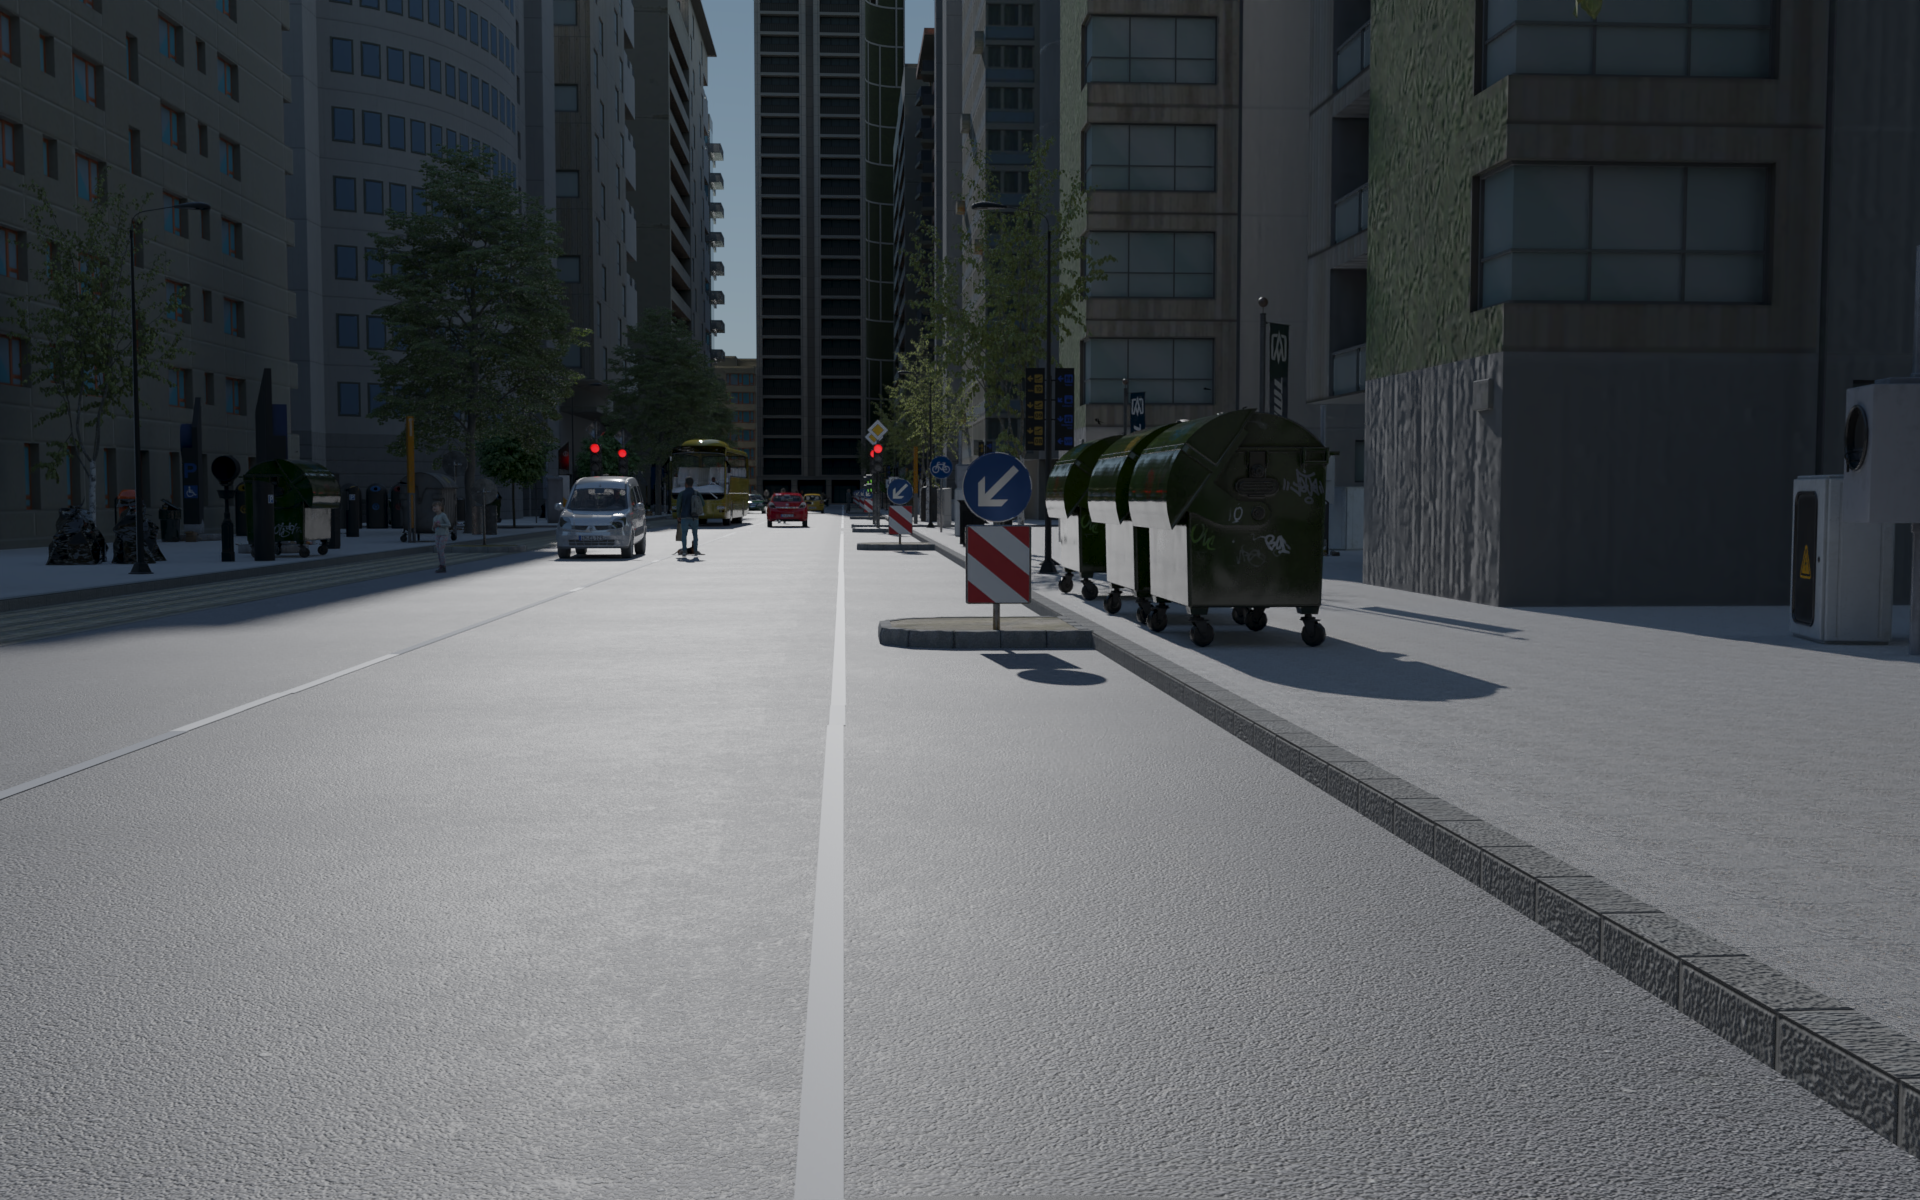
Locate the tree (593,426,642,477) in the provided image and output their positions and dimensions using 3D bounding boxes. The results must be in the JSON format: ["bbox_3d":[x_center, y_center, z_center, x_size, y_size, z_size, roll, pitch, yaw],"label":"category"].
[{"bbox_3d":[-16.949,-6.081,83.138,4.285,4.588,4.351,0,3,0],"label":"tree"}]

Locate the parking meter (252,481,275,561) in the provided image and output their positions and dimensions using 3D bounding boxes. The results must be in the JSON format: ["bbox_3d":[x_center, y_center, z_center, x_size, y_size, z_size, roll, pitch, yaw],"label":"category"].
[{"bbox_3d":[-13.361,-1.519,33.240,0.372,1.533,0.369,0,3,0],"label":"parking meter"}]

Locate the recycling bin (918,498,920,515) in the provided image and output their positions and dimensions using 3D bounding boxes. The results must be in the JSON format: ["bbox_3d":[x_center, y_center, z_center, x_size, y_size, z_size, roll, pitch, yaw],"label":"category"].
[{"bbox_3d":[-2.891,-5.810,107.550,0.722,1.027,0.722,-3,4,-38],"label":"recycling bin"}]

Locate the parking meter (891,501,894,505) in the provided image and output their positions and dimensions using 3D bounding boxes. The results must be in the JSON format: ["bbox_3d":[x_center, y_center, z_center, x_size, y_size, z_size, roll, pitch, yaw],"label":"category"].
[{"bbox_3d":[-4.260,-6.565,113.054,0.399,1.863,0.255,-1,4,-21],"label":"parking meter"}]

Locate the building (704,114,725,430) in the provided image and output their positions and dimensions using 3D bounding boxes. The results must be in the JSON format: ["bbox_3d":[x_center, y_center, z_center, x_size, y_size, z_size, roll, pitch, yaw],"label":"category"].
[{"bbox_3d":[-43.682,-35.890,206.403,30.456,49.044,23.786,0,4,-4],"label":"building"}]

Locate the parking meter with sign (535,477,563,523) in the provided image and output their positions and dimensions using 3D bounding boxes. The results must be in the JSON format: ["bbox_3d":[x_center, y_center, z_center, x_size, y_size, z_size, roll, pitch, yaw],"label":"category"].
[{"bbox_3d":[-17.797,-4.885,76.136,1.738,3.016,0.543,-1,4,-20],"label":"parking meter with sign"}]

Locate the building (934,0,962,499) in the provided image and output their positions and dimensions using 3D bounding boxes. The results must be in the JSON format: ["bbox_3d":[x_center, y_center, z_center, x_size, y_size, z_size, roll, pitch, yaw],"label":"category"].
[{"bbox_3d":[8.678,-35.490,122.265,21.231,58.520,28.212,0,4,-4],"label":"building"}]

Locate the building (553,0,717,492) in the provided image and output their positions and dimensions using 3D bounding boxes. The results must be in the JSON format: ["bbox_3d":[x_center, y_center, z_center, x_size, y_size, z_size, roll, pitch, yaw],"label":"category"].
[{"bbox_3d":[-40.504,-36.195,181.029,28.713,52.752,27.495,0,4,-4],"label":"building"}]

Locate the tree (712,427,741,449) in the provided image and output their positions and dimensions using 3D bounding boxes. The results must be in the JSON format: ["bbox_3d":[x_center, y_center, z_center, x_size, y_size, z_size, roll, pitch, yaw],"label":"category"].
[{"bbox_3d":[-22.066,-12.703,158.057,4.737,8.622,4.395,0,3,0],"label":"tree"}]

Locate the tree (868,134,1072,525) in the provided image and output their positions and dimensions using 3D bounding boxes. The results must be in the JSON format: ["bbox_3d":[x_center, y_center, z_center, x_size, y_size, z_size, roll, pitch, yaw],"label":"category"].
[{"bbox_3d":[0.992,-5.168,34.865,4.737,8.622,4.395,0,3,0],"label":"tree"}]

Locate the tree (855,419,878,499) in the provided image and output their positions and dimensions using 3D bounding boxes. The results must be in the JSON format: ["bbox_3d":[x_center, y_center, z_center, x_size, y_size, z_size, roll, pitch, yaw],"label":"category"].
[{"bbox_3d":[-7.406,-12.948,162.065,4.360,8.622,3.978,0,3,0],"label":"tree"}]

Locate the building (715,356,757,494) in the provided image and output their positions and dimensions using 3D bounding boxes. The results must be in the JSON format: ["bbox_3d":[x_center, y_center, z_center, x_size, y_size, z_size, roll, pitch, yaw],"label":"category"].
[{"bbox_3d":[-42.901,-24.565,246.682,28.899,21.520,27.650,0,4,-4],"label":"building"}]

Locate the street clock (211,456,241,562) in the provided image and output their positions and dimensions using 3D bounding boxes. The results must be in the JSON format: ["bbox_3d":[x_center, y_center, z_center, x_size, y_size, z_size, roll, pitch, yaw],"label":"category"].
[{"bbox_3d":[-13.887,-1.727,32.808,0.471,2.002,0.358,0,4,-2],"label":"street clock"}]

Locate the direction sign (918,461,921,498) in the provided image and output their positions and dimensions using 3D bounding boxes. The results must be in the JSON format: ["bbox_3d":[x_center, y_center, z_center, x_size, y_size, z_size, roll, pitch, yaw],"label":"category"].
[{"bbox_3d":[-2.878,-7.766,118.969,0.379,3.537,0.876,-2,4,-31],"label":"direction sign"}]

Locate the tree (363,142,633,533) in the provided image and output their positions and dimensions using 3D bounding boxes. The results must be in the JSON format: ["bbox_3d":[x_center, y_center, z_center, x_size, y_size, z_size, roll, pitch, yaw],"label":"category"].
[{"bbox_3d":[-15.698,-8.468,56.574,7.486,12.596,7.792,0,3,0],"label":"tree"}]

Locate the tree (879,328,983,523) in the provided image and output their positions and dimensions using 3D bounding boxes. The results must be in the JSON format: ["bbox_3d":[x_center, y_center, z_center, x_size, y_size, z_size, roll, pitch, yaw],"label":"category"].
[{"bbox_3d":[-1.219,-7.786,77.662,4.360,8.622,3.978,0,3,0],"label":"tree"}]

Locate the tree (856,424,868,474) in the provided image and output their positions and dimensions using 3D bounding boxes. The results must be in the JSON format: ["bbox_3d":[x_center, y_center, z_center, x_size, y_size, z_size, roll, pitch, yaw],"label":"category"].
[{"bbox_3d":[-2.274,-8.555,90.239,4.737,8.622,4.395,0,3,0],"label":"tree"}]

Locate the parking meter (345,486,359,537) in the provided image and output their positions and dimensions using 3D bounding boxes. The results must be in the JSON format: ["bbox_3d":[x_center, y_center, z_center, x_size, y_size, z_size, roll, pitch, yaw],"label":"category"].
[{"bbox_3d":[-18.137,-2.646,51.678,0.372,1.533,0.369,0,3,0],"label":"parking meter"}]

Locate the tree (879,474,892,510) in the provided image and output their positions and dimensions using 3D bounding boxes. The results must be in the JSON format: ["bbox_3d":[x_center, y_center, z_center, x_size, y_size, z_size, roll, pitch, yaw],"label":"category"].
[{"bbox_3d":[-5.328,-9.072,142.925,1.663,3.219,1.824,0,3,0],"label":"tree"}]

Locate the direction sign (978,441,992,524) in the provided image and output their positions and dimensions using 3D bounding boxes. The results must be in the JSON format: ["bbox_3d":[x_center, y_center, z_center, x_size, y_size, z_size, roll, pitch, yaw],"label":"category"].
[{"bbox_3d":[1.091,-5.051,74.588,0.379,3.537,0.876,-3,5,-40],"label":"direction sign"}]

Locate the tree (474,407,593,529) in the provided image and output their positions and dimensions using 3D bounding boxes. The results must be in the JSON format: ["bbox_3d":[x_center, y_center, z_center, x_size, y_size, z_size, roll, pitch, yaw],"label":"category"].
[{"bbox_3d":[-16.681,-4.972,65.001,4.285,4.588,4.351,0,3,0],"label":"tree"}]

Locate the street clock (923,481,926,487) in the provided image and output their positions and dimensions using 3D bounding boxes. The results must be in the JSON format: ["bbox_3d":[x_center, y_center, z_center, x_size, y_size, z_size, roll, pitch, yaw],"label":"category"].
[{"bbox_3d":[-1.755,-5.505,94.579,0.471,2.002,0.358,0,4,-5],"label":"street clock"}]

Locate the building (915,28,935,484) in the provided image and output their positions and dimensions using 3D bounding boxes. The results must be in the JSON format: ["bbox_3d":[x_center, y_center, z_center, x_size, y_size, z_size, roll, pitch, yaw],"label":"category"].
[{"bbox_3d":[7.072,-31.131,163.614,22.147,44.769,28.867,0,4,-4],"label":"building"}]

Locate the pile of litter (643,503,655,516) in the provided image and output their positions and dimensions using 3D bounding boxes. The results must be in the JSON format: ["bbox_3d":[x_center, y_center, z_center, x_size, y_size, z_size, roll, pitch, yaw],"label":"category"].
[{"bbox_3d":[-18.561,-5.383,101.982,1.176,0.858,1.719,3,4,36],"label":"pile of litter"}]

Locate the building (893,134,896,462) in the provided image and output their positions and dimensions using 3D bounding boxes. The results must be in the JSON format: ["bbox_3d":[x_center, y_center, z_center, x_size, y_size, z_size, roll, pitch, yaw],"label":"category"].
[{"bbox_3d":[2.892,-35.918,210.958,21.300,48.544,21.600,0,4,-4],"label":"building"}]

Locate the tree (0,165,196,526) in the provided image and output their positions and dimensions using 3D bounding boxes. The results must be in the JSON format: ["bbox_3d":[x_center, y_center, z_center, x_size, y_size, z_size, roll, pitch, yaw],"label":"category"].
[{"bbox_3d":[-19.805,-5.455,39.548,4.737,8.622,4.395,0,3,0],"label":"tree"}]

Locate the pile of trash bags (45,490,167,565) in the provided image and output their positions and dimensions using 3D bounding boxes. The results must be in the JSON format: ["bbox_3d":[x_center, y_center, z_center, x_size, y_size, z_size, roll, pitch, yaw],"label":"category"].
[{"bbox_3d":[-16.079,-1.416,32.907,1.912,1.369,3.447,-1,4,-15],"label":"pile of trash bags"}]

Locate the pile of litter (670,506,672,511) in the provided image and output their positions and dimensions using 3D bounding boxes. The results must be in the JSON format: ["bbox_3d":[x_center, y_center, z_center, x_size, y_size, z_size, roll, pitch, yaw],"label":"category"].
[{"bbox_3d":[-23.900,-7.907,143.238,1.719,0.858,1.176,0,4,3],"label":"pile of litter"}]

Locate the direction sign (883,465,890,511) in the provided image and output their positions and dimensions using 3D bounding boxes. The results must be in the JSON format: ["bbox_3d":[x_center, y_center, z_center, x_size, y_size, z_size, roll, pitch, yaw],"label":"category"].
[{"bbox_3d":[-5.691,-8.725,134.646,0.379,3.537,0.876,-3,5,-39],"label":"direction sign"}]

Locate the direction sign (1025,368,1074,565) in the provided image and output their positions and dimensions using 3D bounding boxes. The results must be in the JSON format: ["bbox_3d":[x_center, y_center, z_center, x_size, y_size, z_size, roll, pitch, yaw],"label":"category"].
[{"bbox_3d":[1.613,-2.395,31.151,0.876,3.537,0.379,0,4,-1],"label":"direction sign"}]

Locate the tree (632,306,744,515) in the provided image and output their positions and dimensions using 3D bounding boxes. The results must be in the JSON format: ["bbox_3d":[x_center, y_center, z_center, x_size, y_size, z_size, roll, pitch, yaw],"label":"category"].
[{"bbox_3d":[-17.874,-11.413,104.735,7.486,12.596,7.792,0,3,0],"label":"tree"}]

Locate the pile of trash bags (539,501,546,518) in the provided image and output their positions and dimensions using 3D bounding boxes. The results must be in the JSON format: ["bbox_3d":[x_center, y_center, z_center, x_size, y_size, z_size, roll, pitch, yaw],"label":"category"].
[{"bbox_3d":[-21.525,-5.044,92.229,1.912,1.369,3.447,0,4,0],"label":"pile of trash bags"}]

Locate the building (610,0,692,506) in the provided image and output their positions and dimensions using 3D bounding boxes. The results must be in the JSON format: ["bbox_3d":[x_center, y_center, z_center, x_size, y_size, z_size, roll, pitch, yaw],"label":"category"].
[{"bbox_3d":[-35.975,-32.612,156.904,21.300,48.544,21.600,0,4,-4],"label":"building"}]

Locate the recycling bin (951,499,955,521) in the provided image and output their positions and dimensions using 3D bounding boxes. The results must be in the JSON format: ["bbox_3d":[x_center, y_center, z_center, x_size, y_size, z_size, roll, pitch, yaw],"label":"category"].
[{"bbox_3d":[-0.056,-4.311,83.037,0.722,1.027,0.722,1,4,18],"label":"recycling bin"}]

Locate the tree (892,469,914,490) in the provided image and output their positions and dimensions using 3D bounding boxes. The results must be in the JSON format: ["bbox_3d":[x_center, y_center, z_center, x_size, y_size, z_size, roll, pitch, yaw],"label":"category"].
[{"bbox_3d":[-3.949,-8.496,133.518,1.663,3.219,1.824,0,3,0],"label":"tree"}]

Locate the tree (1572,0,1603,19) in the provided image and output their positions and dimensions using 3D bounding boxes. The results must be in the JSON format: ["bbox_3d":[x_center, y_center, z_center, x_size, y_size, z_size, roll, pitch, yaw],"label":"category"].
[{"bbox_3d":[3.173,-3.363,5.350,4.737,8.622,4.395,0,3,0],"label":"tree"}]

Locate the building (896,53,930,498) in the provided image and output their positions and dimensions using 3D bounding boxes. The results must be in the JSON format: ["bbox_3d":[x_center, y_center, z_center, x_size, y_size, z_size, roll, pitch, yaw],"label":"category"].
[{"bbox_3d":[4.299,-34.548,188.556,21.300,48.544,21.600,0,4,-4],"label":"building"}]

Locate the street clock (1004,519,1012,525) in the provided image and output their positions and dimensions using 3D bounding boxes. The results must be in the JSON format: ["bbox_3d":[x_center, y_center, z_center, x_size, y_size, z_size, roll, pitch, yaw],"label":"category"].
[{"bbox_3d":[1.081,-2.089,38.720,0.358,2.002,0.471,0,4,3],"label":"street clock"}]

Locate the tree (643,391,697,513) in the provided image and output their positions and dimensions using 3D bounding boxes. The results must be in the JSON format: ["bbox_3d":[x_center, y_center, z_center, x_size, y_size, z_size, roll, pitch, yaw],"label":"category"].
[{"bbox_3d":[-19.336,-10.049,114.662,4.737,8.622,4.395,0,3,0],"label":"tree"}]

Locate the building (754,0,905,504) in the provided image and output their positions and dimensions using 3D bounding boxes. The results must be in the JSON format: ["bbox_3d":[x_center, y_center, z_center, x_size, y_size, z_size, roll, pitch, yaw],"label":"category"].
[{"bbox_3d":[-17.960,-49.233,243.217,20.611,71.187,20.563,0,4,-4],"label":"building"}]

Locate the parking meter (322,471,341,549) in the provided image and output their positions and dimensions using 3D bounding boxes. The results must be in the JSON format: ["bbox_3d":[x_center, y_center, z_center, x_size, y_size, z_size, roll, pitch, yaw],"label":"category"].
[{"bbox_3d":[-14.709,-2.128,40.496,0.399,1.863,0.255,1,4,9],"label":"parking meter"}]
